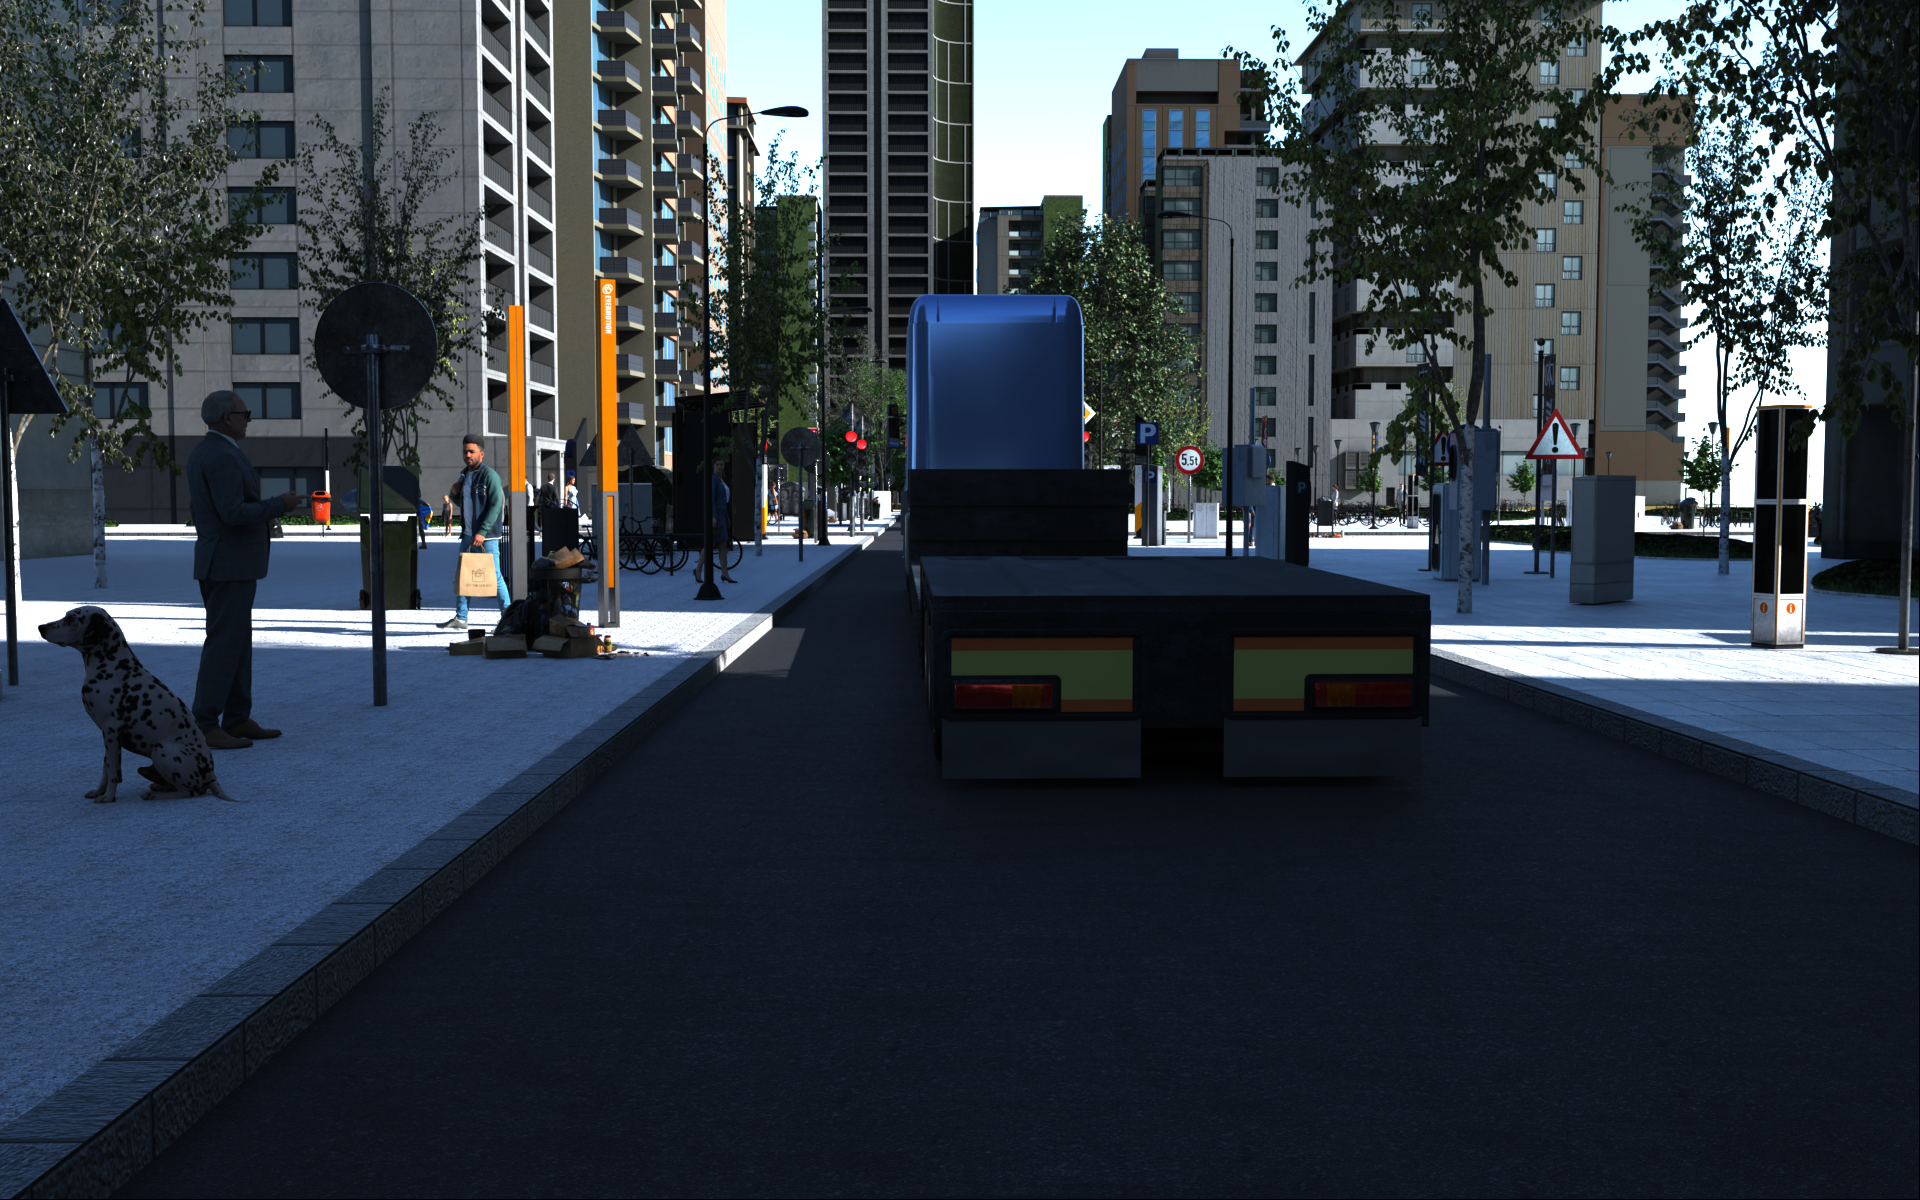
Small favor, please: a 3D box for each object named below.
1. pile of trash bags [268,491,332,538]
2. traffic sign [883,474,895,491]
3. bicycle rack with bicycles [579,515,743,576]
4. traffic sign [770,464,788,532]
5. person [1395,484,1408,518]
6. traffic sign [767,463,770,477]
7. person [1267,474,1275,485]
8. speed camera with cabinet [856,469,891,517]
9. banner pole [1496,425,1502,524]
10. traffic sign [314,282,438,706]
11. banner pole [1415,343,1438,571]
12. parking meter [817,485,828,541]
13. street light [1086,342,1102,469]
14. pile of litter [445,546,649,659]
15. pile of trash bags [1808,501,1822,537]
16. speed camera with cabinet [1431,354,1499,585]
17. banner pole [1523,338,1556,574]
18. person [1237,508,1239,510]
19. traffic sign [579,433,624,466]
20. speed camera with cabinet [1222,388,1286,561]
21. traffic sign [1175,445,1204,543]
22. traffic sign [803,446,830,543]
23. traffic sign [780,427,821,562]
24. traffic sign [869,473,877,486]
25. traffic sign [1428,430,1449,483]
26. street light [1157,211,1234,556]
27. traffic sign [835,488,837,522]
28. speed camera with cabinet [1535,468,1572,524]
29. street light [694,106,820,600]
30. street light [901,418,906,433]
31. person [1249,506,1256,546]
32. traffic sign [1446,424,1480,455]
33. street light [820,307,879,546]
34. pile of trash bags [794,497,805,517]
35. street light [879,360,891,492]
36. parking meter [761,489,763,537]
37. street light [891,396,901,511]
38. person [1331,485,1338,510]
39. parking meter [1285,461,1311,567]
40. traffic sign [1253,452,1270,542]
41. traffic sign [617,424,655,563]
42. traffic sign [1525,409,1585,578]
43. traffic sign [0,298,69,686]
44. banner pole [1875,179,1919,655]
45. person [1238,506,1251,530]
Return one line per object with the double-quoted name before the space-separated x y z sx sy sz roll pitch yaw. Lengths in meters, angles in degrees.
"pile of trash bags" -20.195 -2.508 50.762 3.447 1.369 1.912 -1 4 -11
"traffic sign" -4.440 -6.595 107.939 0.768 2.556 0.104 1 4 9
"bicycle rack with bicycles" -5.326 -0.917 28.378 2.925 0.926 2.852 1 4 13
"traffic sign" -6.148 -3.464 58.763 0.606 2.300 0.079 0 4 2
"person" 22.502 -5.008 88.050 0.709 1.813 0.853 1 4 14
"traffic sign" -7.395 -3.910 64.033 0.768 2.556 0.104 0 4 6
"person" 8.081 -2.395 45.385 0.466 1.800 0.511 0 4 4
"speed camera with cabinet" -4.868 -6.194 95.600 2.038 3.252 0.660 -1 4 -15
"banner pole" 19.638 -4.483 63.319 0.401 3.779 0.863 0 4 -1
"traffic sign" -3.520 -0.632 10.440 0.768 2.556 0.104 0 4 5
"banner pole" 7.822 -2.388 29.056 0.401 3.779 0.863 -1 4 -10
"parking meter" -3.828 -2.401 47.665 0.372 1.533 0.369 0 3 0
"street light" 3.660 -4.846 51.768 1.470 5.913 1.316 0 4 -1
"pile of litter" -3.330 0.007 13.850 1.719 0.858 1.176 2 4 35
"pile of trash bags" 27.039 -2.579 51.922 3.447 1.369 1.912 -1 4 -21
"speed camera with cabinet" 7.340 -1.891 25.252 0.660 3.252 2.038 0 4 6
"banner pole" 9.320 -2.300 27.630 0.401 3.779 0.863 0 4 -2
"person" 19.149 -6.892 118.087 0.648 1.900 0.474 3 5 43
"traffic sign" -6.857 -2.026 33.129 0.884 2.594 0.081 0 4 5
"speed camera with cabinet" 5.809 -2.362 32.952 2.038 3.252 0.660 -3 5 -44
"traffic sign" 5.985 -2.758 45.203 0.768 2.556 0.104 0 4 6
"traffic sign" -3.763 -2.754 45.130 0.768 2.556 0.104 0 4 1
"traffic sign" -3.026 -2.003 32.861 0.768 2.556 0.104 0 4 3
"traffic sign" -4.410 -5.113 85.722 0.606 2.300 0.079 0 4 3
"traffic sign" 9.163 -2.012 32.896 0.884 2.594 0.081 0 4 4
"street light" 3.921 -3.426 28.554 1.470 5.913 1.316 0 4 -1
"traffic sign" -5.648 -4.803 78.631 0.768 2.556 0.104 0 4 4
"speed camera with cabinet" 21.201 -4.046 60.487 2.038 3.252 0.660 1 4 10
"street light" -2.510 -2.956 20.879 1.470 5.913 1.316 0 4 -1
"street light" -4.038 -8.127 105.424 1.470 5.913 1.316 0 4 -1
"person" 7.338 -2.240 42.846 0.721 1.800 0.419 -2 4 -35
"traffic sign" 9.226 -1.926 31.589 0.768 2.556 0.104 0 4 2
"street light" -2.853 -4.315 43.090 1.470 5.913 1.316 0 4 -1
"pile of trash bags" -8.241 -5.378 97.689 1.912 1.369 3.447 -1 4 -14
"street light" -3.217 -5.343 59.905 1.470 5.913 1.316 0 4 -1
"parking meter" -5.902 -2.754 50.738 0.255 1.863 0.399 3 5 44
"street light" -3.678 -6.702 82.114 1.470 5.913 1.316 0 4 -1
"person" 18.180 -4.718 83.928 0.760 1.731 0.466 -3 5 -43
"parking meter" 5.980 -1.524 30.631 0.399 1.863 0.255 -1 4 -22
"traffic sign" 7.899 -2.826 46.305 0.768 2.556 0.104 0 4 3
"traffic sign" -6.062 -1.954 31.951 0.884 2.594 0.081 0 4 8
"traffic sign" 9.068 -1.617 26.449 0.884 2.594 0.081 1 4 8
"traffic sign" -6.355 -0.706 11.551 0.884 2.594 0.081 0 4 8
"banner pole" 7.842 -1.459 13.880 0.863 3.779 0.401 0 4 -4
"person" 7.842 -2.477 46.900 0.716 1.782 0.532 -3 5 -42
